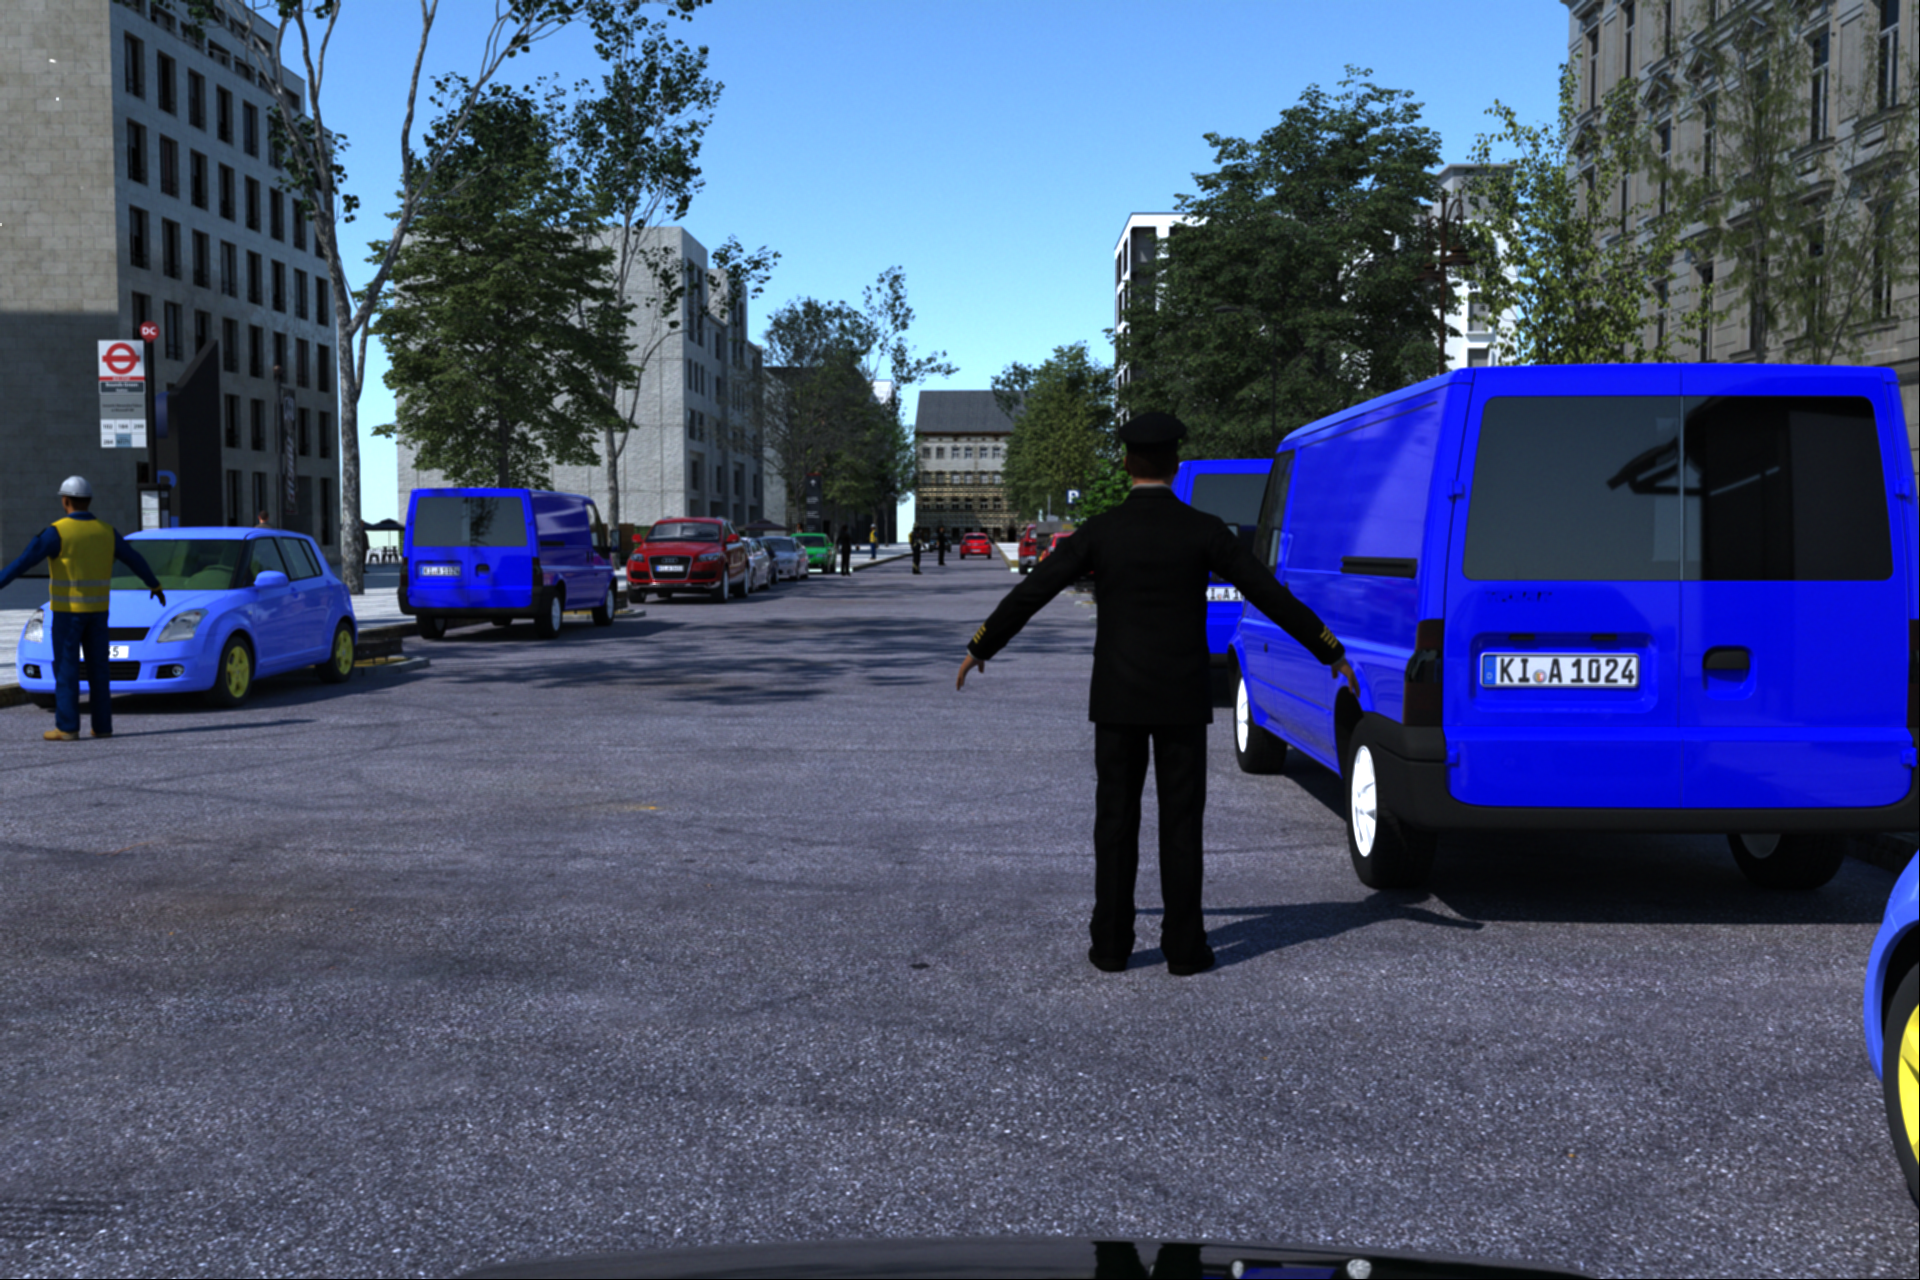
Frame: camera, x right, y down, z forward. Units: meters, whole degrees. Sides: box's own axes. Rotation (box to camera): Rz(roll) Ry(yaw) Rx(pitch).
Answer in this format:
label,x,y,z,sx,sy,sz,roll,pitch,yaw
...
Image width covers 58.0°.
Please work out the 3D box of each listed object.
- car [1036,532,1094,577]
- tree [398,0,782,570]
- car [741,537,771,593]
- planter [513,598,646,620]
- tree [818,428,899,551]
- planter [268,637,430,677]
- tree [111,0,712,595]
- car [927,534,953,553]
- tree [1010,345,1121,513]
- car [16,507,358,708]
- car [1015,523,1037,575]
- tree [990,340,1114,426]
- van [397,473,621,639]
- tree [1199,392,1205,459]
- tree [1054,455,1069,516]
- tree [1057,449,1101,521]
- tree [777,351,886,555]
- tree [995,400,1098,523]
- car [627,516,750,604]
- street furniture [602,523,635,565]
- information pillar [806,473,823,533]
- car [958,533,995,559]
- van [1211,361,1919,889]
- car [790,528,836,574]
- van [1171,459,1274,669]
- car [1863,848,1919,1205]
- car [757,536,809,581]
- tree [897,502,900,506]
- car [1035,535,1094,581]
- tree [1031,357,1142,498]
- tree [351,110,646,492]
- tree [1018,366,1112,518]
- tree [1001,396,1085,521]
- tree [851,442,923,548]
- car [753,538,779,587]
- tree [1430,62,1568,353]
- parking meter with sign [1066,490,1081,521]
label,x,y,z,sx,sy,sz,roll,pitch,yaw
car,3.284,-2.492,49.791,2.155,1.783,4.494,0,4,1
tree,-12.589,-12.454,59.513,12.611,20.169,13.585,0,3,0
car,-5.867,-1.897,43.383,2.083,1.381,4.827,0,4,1
planter,-6.517,-0.537,29.926,1.991,0.319,1.994,0,4,1
tree,-8.277,-12.226,134.304,7.601,10.594,8.767,-2,4,-32
planter,-6.747,0.174,18.299,1.991,0.319,1.994,0,4,2
tree,-11.442,-10.963,35.141,12.611,20.169,13.585,0,3,0
car,-1.567,-7.708,135.806,2.009,1.686,4.222,0,4,1
tree,6.454,-11.416,104.772,7.486,12.596,7.792,0,3,0
car,-6.769,-0.355,15.398,1.945,1.707,3.694,0,4,1
car,3.137,-3.296,62.564,2.281,1.827,5.304,0,4,1
tree,9.599,-19.131,168.687,12.611,20.169,13.585,0,3,0
van,-6.408,-1.280,25.317,2.240,2.365,5.245,0,4,1
tree,11.119,-7.615,74.869,4.360,8.622,3.978,0,3,0
tree,8.260,-12.028,147.016,4.360,8.622,3.978,0,3,0
tree,7.194,-10.165,116.558,4.360,8.622,3.978,0,3,0
tree,-7.970,-11.573,107.338,7.486,12.596,7.792,0,3,0
tree,7.596,-15.236,155.766,9.857,13.997,8.962,0,3,0
car,-5.808,-1.759,37.425,2.281,1.827,5.304,0,4,1
street furniture,-15.257,-4.022,72.610,11.010,1.723,9.812,-2,4,-30
information pillar,-6.237,-5.185,74.149,0.750,3.857,0.750,0,4,2
car,0.921,-5.548,99.747,2.155,1.783,4.494,0,4,1
van,2.586,-0.261,8.649,2.240,2.365,5.245,0,4,0
car,-5.519,-3.317,63.035,1.959,1.807,4.718,0,4,1
van,2.625,-0.743,16.528,2.240,2.365,5.245,0,4,0
car,2.789,0.444,2.340,1.945,1.707,3.694,0,4,1
car,-5.815,-2.561,54.238,2.083,1.381,4.827,0,4,1
tree,-10.693,-19.174,263.859,4.360,8.622,3.978,0,3,0
car,3.369,-2.683,54.091,2.015,1.641,3.980,0,4,1
tree,7.384,-9.553,90.599,8.767,10.594,7.601,1,4,18
tree,-12.310,-7.855,46.554,7.486,12.596,7.792,0,3,0
tree,4.740,-7.630,75.120,4.737,8.622,4.395,0,3,0
tree,6.930,-13.444,137.943,7.486,12.596,7.792,0,3,0
tree,-7.353,-13.526,155.558,8.767,10.594,7.601,0,4,5
car,-6.123,-2.198,48.512,1.945,1.354,3.894,0,4,1
tree,24.541,-13.040,69.086,12.611,20.169,13.585,0,3,0
parking meter with sign,4.449,-4.344,67.281,0.543,3.016,1.738,0,3,0
